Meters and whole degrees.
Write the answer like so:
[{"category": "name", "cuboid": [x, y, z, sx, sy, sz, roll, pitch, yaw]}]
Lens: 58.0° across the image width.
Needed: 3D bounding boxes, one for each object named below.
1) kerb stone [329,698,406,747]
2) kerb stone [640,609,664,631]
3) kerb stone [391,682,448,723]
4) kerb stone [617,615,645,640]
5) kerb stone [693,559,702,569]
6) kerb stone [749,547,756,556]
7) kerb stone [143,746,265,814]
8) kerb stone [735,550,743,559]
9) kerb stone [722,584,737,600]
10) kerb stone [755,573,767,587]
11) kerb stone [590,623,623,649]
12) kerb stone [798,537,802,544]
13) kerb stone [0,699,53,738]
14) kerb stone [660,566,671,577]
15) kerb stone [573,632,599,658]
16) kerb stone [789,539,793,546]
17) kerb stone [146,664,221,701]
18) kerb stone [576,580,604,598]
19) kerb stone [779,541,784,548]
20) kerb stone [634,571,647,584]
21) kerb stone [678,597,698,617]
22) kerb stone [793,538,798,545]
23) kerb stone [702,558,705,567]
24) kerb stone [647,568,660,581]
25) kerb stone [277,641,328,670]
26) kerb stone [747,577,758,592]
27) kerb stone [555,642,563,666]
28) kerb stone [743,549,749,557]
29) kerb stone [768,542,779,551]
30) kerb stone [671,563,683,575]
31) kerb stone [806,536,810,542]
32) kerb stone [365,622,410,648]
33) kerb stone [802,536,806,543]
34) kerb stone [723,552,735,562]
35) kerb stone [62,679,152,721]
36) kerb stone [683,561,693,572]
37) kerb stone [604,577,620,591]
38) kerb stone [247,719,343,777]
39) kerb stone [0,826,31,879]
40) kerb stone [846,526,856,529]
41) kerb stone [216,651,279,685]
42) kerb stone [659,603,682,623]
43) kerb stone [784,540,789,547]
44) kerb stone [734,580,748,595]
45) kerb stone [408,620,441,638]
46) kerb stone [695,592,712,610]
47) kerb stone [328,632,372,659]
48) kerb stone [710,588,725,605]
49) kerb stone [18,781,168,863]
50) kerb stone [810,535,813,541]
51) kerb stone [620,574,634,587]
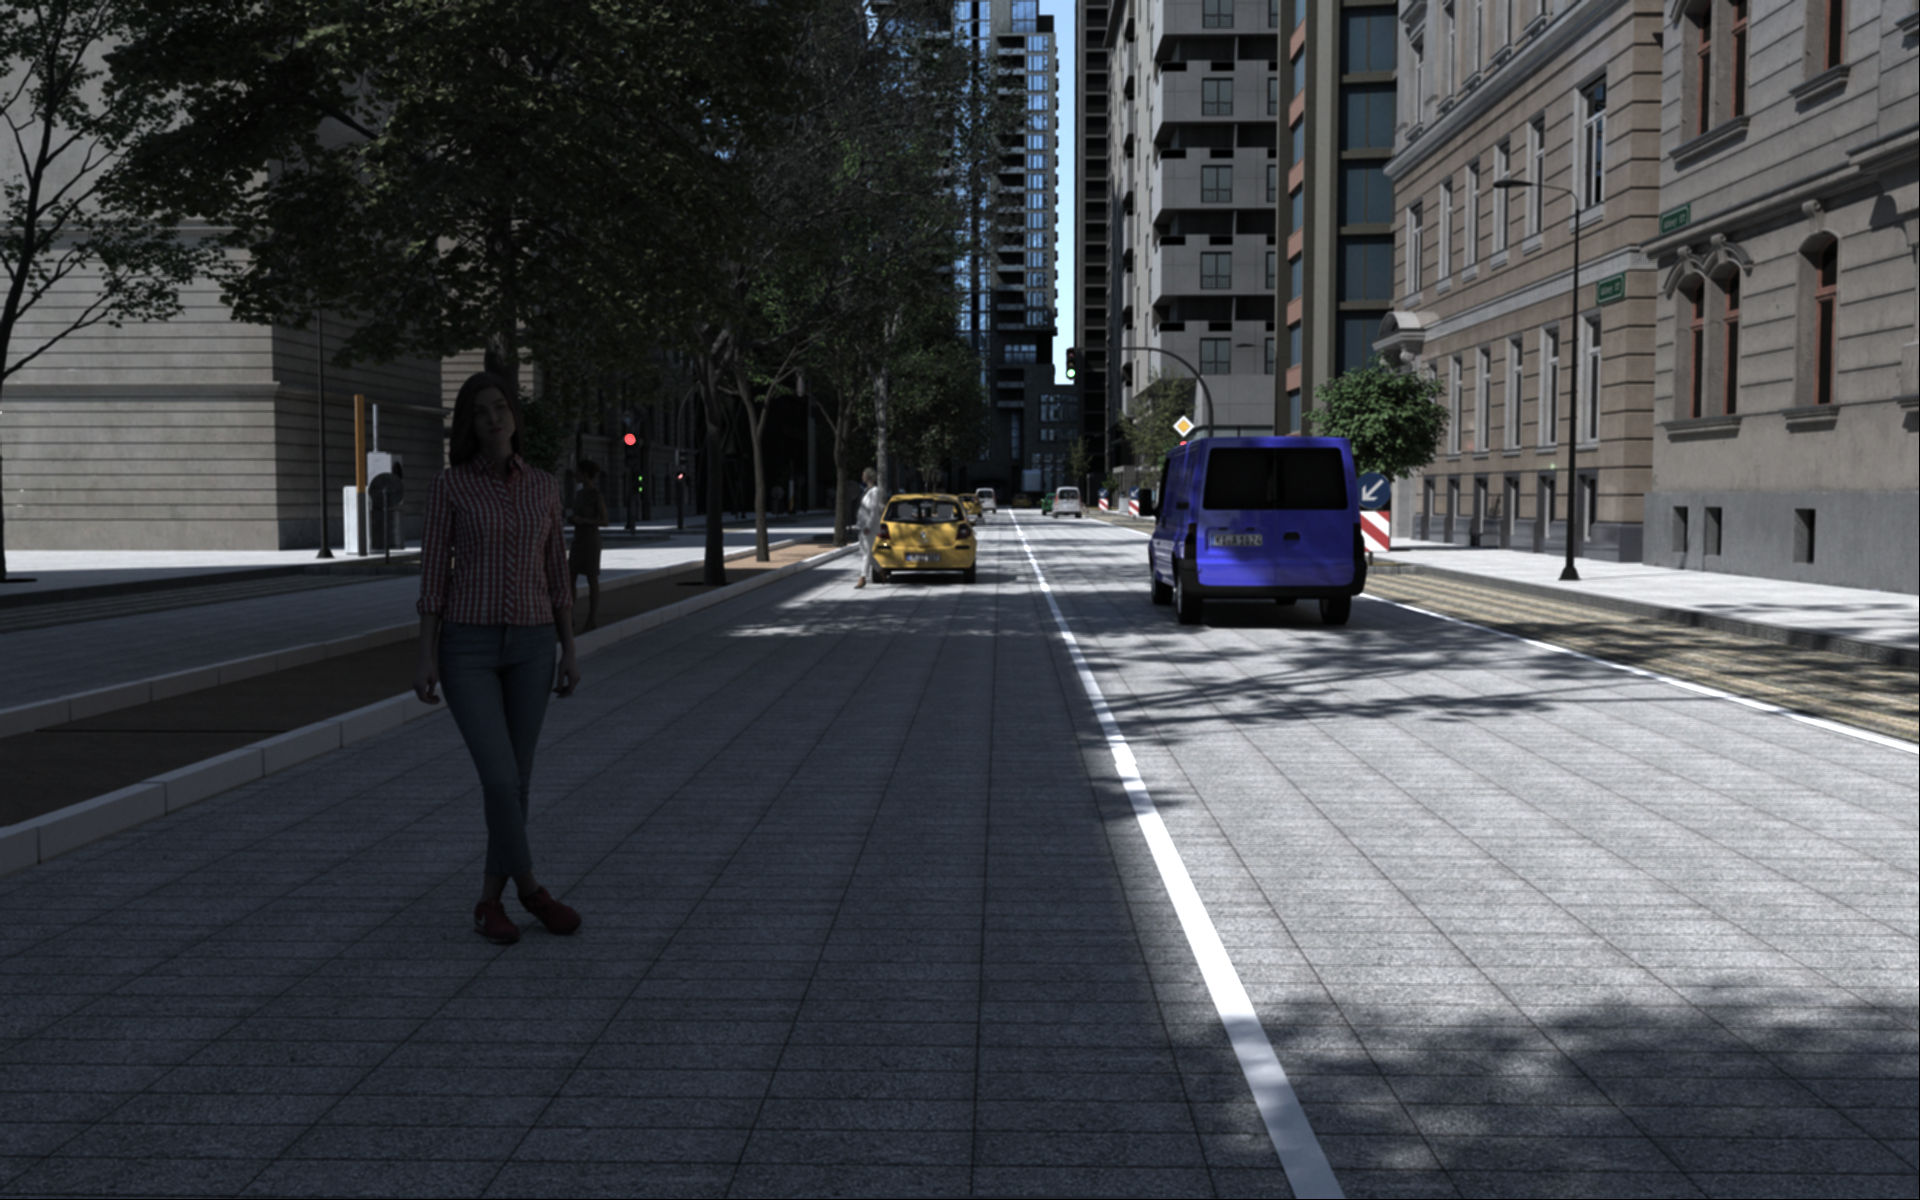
[{"category": "kerb stone", "cuboid": [-3.536, 0.729, 10.283, 0.120, 0.150, 1.000, 0, 4, 1]}, {"category": "kerb stone", "cuboid": [-3.342, 0.227, 18.483, 0.120, 0.150, 1.000, 0, 4, 1]}, {"category": "kerb stone", "cuboid": [-3.515, 0.666, 11.304, 0.120, 0.150, 1.000, 0, 4, 1]}, {"category": "kerb stone", "cuboid": [-3.364, 0.290, 17.457, 0.120, 0.150, 1.000, 0, 4, 1]}, {"category": "kerb stone", "cuboid": [-5.086, -0.651, 32.877, 0.120, 0.150, 1.000, 0, 4, 1]}, {"category": "kerb stone", "cuboid": [-4.909, -1.092, 40.057, 0.120, 0.150, 1.000, 0, 4, 1]}, {"category": "kerb stone", "cuboid": [-3.591, 0.855, 8.236, 0.120, 0.150, 1.000, 0, 4, 1]}, {"category": "kerb stone", "cuboid": [-4.957, -0.964, 38.002, 0.120, 0.150, 1.000, 0, 4, 1]}, {"category": "kerb stone", "cuboid": [-3.215, -0.086, 23.599, 0.120, 0.150, 1.000, 0, 4, 1]}, {"category": "kerb stone", "cuboid": [-3.143, -0.273, 26.681, 0.120, 0.150, 1.000, 0, 4, 1]}, {"category": "kerb stone", "cuboid": [-3.387, 0.353, 16.420, 0.120, 0.150, 1.000, 0, 4, 1]}, {"category": "kerb stone", "cuboid": [-4.686, -1.653, 49.277, 0.120, 0.150, 1.000, 0, 4, 1]}, {"category": "kerb stone", "cuboid": [-5.643, 0.726, 10.330, 0.120, 0.150, 1.000, 0, 4, 1]}, {"category": "kerb stone", "cuboid": [-5.171, -0.463, 29.800, 0.120, 0.150, 1.000, 0, 4, 1]}, {"category": "kerb stone", "cuboid": [-3.407, 0.421, 15.398, 0.120, 0.150, 1.000, 0, 4, 1]}, {"category": "kerb stone", "cuboid": [-4.736, -1.530, 47.218, 0.120, 0.150, 1.000, 0, 4, 1]}, {"category": "kerb stone", "cuboid": [-5.590, 0.600, 12.385, 0.120, 0.150, 1.000, 0, 4, 1]}, {"category": "kerb stone", "cuboid": [-5.290, -0.149, 24.672, 0.120, 0.150, 1.000, 0, 4, 1]}, {"category": "kerb stone", "cuboid": [-4.782, -1.405, 45.174, 0.120, 0.150, 1.000, 0, 4, 1]}, {"category": "kerb stone", "cuboid": [-5.213, -0.339, 27.752, 0.120, 0.150, 1.000, 0, 4, 1]}, {"category": "kerb stone", "cuboid": [-3.286, 0.104, 20.532, 0.120, 0.150, 1.000, 0, 4, 1]}, {"category": "kerb stone", "cuboid": [-4.716, -1.593, 48.247, 0.120, 0.150, 1.000, 0, 4, 1]}, {"category": "kerb stone", "cuboid": [-5.069, -0.712, 33.899, 0.120, 0.150, 1.000, 0, 4, 1]}, {"category": "kerb stone", "cuboid": [-5.184, -0.403, 28.778, 0.120, 0.150, 1.000, 0, 4, 1]}, {"category": "kerb stone", "cuboid": [-5.538, 0.477, 14.428, 0.120, 0.150, 1.000, 0, 4, 1]}, {"category": "kerb stone", "cuboid": [-3.163, -0.207, 25.648, 0.120, 0.150, 1.000, 0, 4, 1]}, {"category": "kerb stone", "cuboid": [-3.439, 0.478, 14.377, 0.120, 0.150, 1.000, 0, 4, 1]}, {"category": "kerb stone", "cuboid": [-4.938, -1.026, 39.028, 0.120, 0.150, 1.000, 0, 4, 1]}, {"category": "kerb stone", "cuboid": [-4.809, -1.343, 44.153, 0.120, 0.150, 1.000, 0, 4, 1]}, {"category": "kerb stone", "cuboid": [-5.132, -0.528, 30.823, 0.120, 0.150, 1.000, 0, 4, 1]}, {"category": "kerb stone", "cuboid": [-4.640, -1.781, 51.321, 0.120, 0.150, 1.000, 0, 4, 1]}, {"category": "kerb stone", "cuboid": [-5.489, 0.350, 16.473, 0.120, 0.150, 1.000, 0, 4, 1]}, {"category": "kerb stone", "cuboid": [-4.661, -1.719, 50.298, 0.120, 0.150, 1.000, 0, 4, 1]}, {"category": "kerb stone", "cuboid": [-4.991, -0.904, 36.981, 0.120, 0.150, 1.000, 0, 4, 1]}, {"category": "kerb stone", "cuboid": [-5.620, 0.663, 11.356, 0.120, 0.150, 1.000, 0, 4, 1]}, {"category": "kerb stone", "cuboid": [-5.113, -0.585, 31.847, 0.120, 0.150, 1.000, 0, 4, 1]}, {"category": "kerb stone", "cuboid": [-5.259, -0.214, 25.694, 0.120, 0.150, 1.000, 0, 4, 1]}, {"category": "kerb stone", "cuboid": [-3.564, 0.791, 9.258, 0.120, 0.150, 1.000, 0, 4, 1]}, {"category": "kerb stone", "cuboid": [-3.637, 0.979, 6.193, 0.120, 0.150, 1.000, 0, 4, 1]}, {"category": "kerb stone", "cuboid": [-4.246, -2.756, 67.263, 0.120, 0.150, 1.000, 0, 4, 1]}, {"category": "kerb stone", "cuboid": [-5.563, 0.538, 13.406, 0.120, 0.150, 1.000, 0, 4, 1]}, {"category": "kerb stone", "cuboid": [-3.315, 0.164, 19.511, 0.120, 0.150, 1.000, 0, 4, 1]}, {"category": "kerb stone", "cuboid": [-4.760, -1.468, 46.196, 0.120, 0.150, 1.000, 0, 4, 1]}, {"category": "kerb stone", "cuboid": [-3.191, -0.149, 24.626, 0.120, 0.150, 1.000, 0, 4, 1]}, {"category": "kerb stone", "cuboid": [-5.465, 0.288, 17.505, 0.120, 0.150, 1.000, 0, 4, 1]}, {"category": "kerb stone", "cuboid": [-3.266, 0.039, 21.554, 0.120, 0.150, 1.000, 0, 4, 1]}, {"category": "kerb stone", "cuboid": [-5.511, 0.425, 15.450, 0.120, 0.150, 1.000, 0, 4, 1]}, {"category": "kerb stone", "cuboid": [-3.241, -0.019, 22.577, 0.120, 0.150, 1.000, 0, 4, 1]}, {"category": "kerb stone", "cuboid": [-3.613, 0.922, 7.215, 0.120, 0.150, 1.000, 0, 4, 1]}, {"category": "kerb stone", "cuboid": [-4.619, -1.844, 52.343, 0.120, 0.150, 1.000, 0, 4, 1]}, {"category": "kerb stone", "cuboid": [-5.240, -0.276, 26.721, 0.120, 0.150, 1.000, 0, 4, 1]}]
